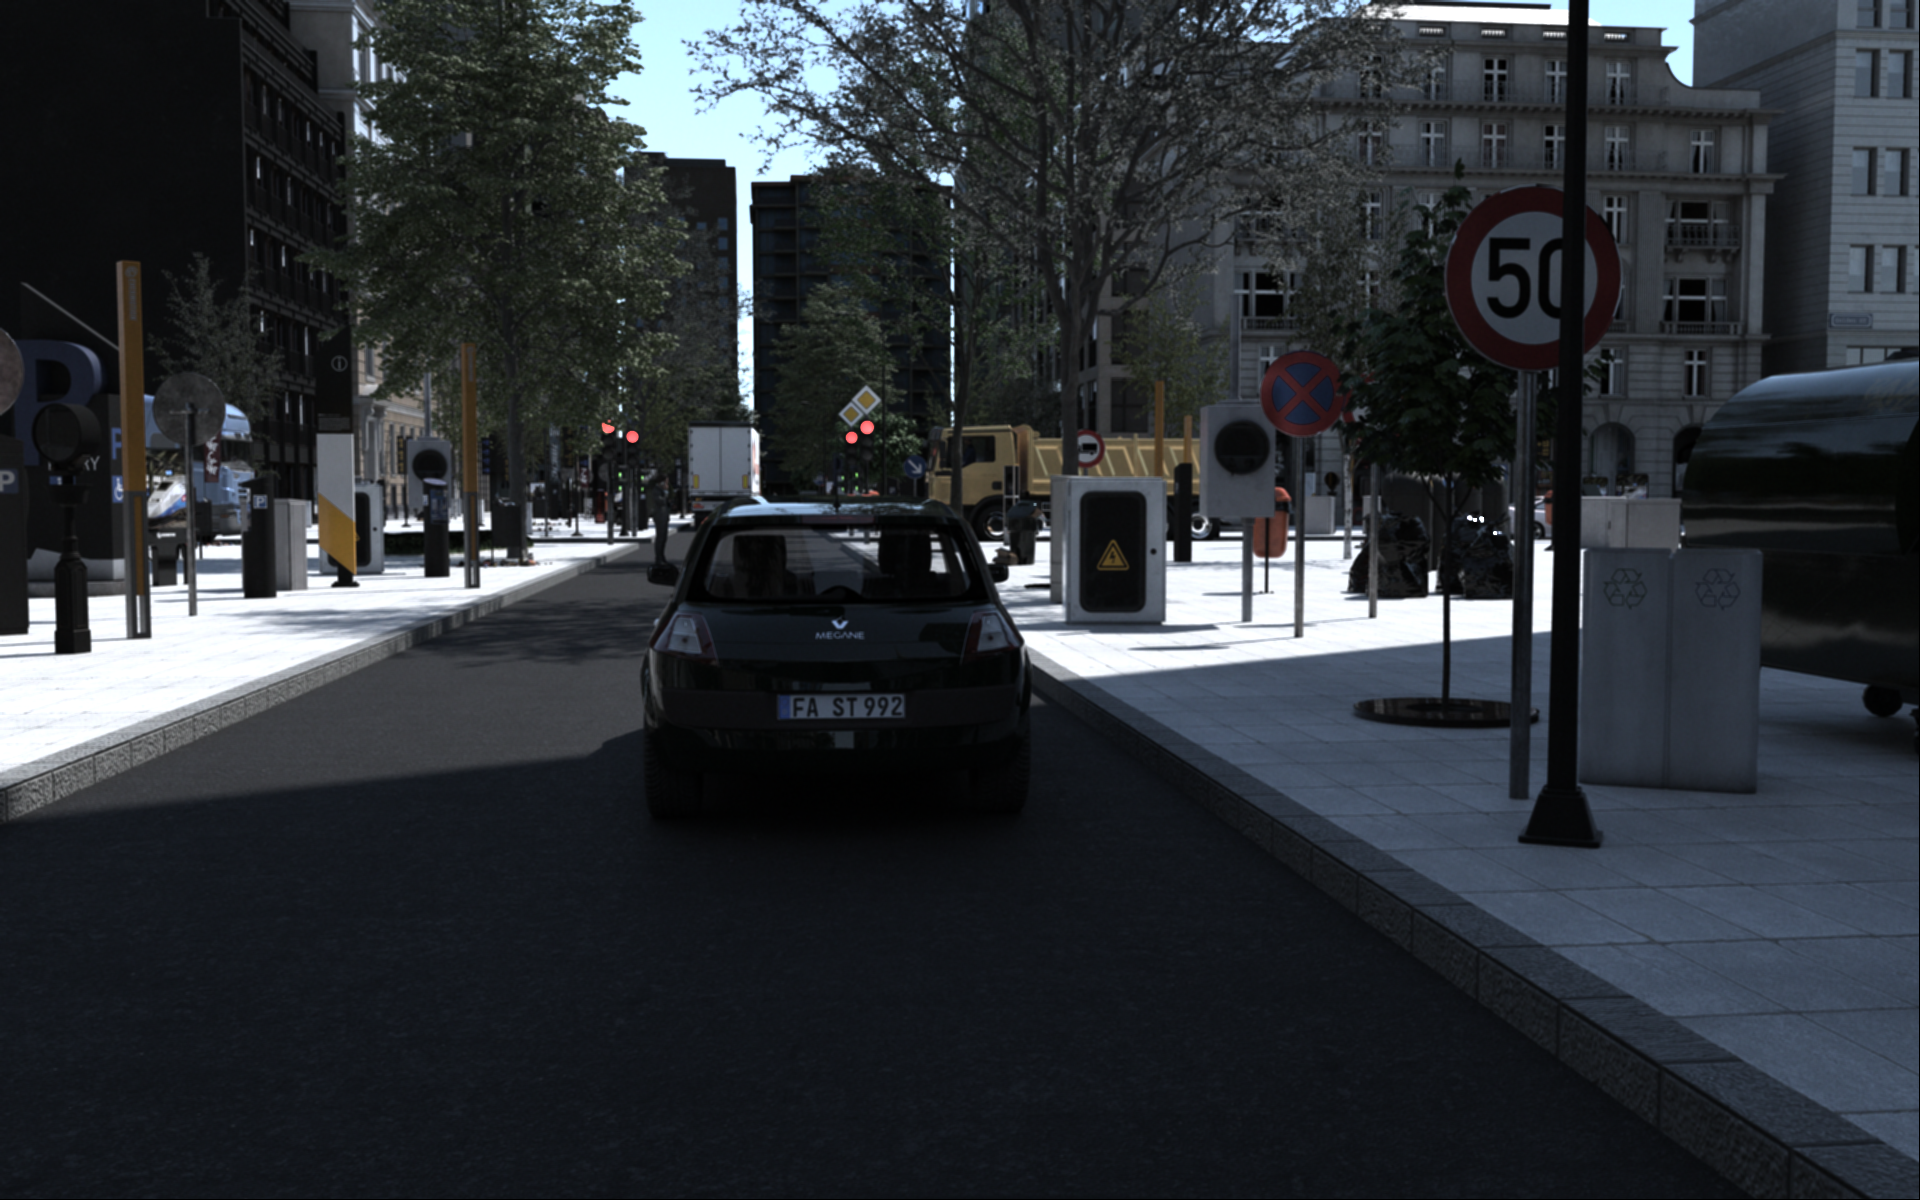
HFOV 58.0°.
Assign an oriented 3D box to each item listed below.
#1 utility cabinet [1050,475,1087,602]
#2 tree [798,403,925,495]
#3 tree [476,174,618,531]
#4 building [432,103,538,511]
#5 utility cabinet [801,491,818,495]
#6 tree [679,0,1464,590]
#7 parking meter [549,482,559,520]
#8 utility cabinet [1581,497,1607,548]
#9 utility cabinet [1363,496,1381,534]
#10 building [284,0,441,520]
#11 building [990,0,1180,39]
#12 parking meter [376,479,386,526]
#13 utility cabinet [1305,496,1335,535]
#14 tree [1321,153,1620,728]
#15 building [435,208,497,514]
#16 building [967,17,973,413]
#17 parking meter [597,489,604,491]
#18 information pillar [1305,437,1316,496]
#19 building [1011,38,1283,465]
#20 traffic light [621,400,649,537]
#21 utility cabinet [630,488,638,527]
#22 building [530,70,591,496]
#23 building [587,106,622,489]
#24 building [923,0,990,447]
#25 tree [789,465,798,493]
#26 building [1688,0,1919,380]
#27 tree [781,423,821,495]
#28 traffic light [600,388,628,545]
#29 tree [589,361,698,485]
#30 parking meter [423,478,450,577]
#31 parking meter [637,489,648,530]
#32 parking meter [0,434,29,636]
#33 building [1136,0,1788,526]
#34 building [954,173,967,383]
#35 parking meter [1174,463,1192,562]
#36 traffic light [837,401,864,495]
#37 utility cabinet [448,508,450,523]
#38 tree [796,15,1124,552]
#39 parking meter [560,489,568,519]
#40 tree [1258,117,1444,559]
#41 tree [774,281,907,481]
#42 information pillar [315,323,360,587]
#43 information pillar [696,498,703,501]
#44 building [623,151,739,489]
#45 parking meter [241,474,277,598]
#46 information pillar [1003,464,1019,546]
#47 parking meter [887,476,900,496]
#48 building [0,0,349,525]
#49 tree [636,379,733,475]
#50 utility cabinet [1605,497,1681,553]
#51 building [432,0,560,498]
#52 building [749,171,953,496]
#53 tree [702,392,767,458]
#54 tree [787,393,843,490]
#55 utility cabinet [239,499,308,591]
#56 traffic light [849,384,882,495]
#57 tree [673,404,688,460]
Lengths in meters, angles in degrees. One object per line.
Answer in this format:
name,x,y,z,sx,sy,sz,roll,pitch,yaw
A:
utility cabinet,1.429,-0.736,20.709,0.318,1.500,1.173,1,4,23
tree,-2.897,-4.641,59.596,4.285,4.588,4.351,0,3,0
tree,-11.514,-9.155,60.052,12.009,13.543,11.850,0,3,0
building,-40.219,-21.974,130.979,14.160,30.474,14.107,0,4,-6
utility cabinet,-10.879,-7.115,125.014,1.173,1.500,0.318,0,4,5
tree,1.525,-6.894,23.089,12.009,13.543,11.850,0,3,0
parking meter,-20.214,-4.928,86.283,0.399,1.863,0.255,-3,4,-39
utility cabinet,15.128,-1.812,40.794,1.020,1.237,0.306,2,4,28
utility cabinet,13.285,-2.720,55.627,0.306,1.237,1.020,3,4,38
building,-34.884,-18.489,88.201,13.634,28.700,20.117,0,4,-6
building,9.116,-27.807,138.246,14.154,41.232,14.086,0,4,-6
parking meter,-23.188,-3.893,69.368,0.255,1.863,0.399,-2,4,-33
utility cabinet,11.326,-2.665,54.742,1.020,1.237,0.306,3,5,43
tree,2.934,-0.936,9.911,1.663,3.219,1.824,0,3,0
building,-37.947,-16.419,110.250,13.314,21.916,24.055,0,4,-6
building,7.368,-28.673,152.398,14.154,41.232,14.086,0,4,-6
parking meter,-19.434,-5.218,93.722,0.372,1.533,0.369,0,3,0
information pillar,13.484,-4.619,66.876,0.183,3.616,0.504,-3,5,-43
building,15.240,-18.837,112.498,19.350,26.468,34.151,0,4,-6
traffic light,-9.729,-3.841,51.725,0.839,4.253,0.868,0,4,-6
utility cabinet,-12.640,-3.609,67.679,0.318,1.500,1.173,-2,4,-25
building,-46.119,-32.308,178.342,14.200,45.320,14.600,0,4,-6
building,-58.135,-39.439,234.070,27.495,52.752,28.713,0,4,-6
building,8.695,-52.689,174.134,22.319,86.520,31.000,0,4,-6
tree,-12.039,-9.478,138.686,4.285,4.588,4.351,0,3,0
building,49.098,-18.290,76.531,29.804,29.767,11.434,0,4,-6
tree,-14.813,-12.836,160.236,4.360,8.622,3.978,0,3,0
traffic light,-8.838,-3.356,43.790,0.839,4.253,0.868,0,4,-6
tree,-15.127,-8.290,85.910,4.737,8.622,4.395,0,3,0
parking meter,-8.106,-1.125,26.807,0.372,1.533,0.369,0,3,0
parking meter,-11.461,-3.312,62.563,0.372,1.533,0.369,0,3,0
parking meter,-8.724,-0.615,15.770,0.255,1.863,0.399,3,4,36
building,20.849,-14.296,75.543,24.055,21.916,13.314,0,4,-6
building,10.058,-37.557,237.753,21.600,48.544,21.300,0,4,-6
parking meter,4.231,-1.662,32.882,0.255,1.863,0.399,-1,4,-11
traffic light,-3.310,-3.886,52.460,0.839,4.253,0.868,0,4,-6
utility cabinet,-22.908,-3.976,76.168,1.020,1.237,0.306,2,4,25
tree,0.046,-6.862,37.954,9.928,11.665,9.643,0,3,0
parking meter,-20.135,-4.890,88.369,0.372,1.533,0.369,0,3,0
tree,7.659,-5.092,33.613,4.360,8.622,3.978,0,3,0
tree,-6.569,-10.681,92.759,7.486,12.596,7.792,0,3,0
information pillar,-8.574,-1.985,23.817,0.504,3.616,0.183,0,4,-8
information pillar,-16.256,-7.149,108.243,0.504,3.616,0.183,-1,4,-20
building,-36.666,-35.463,229.922,14.200,45.320,14.600,0,4,-6
parking meter,-8.676,-0.796,21.432,0.372,1.533,0.369,0,3,0
information pillar,1.278,-2.365,43.152,0.304,2.012,0.304,2,4,26
parking meter,-2.177,-3.119,56.705,0.399,1.863,0.255,1,4,9
building,-33.163,-14.729,70.503,12.332,23.373,15.834,0,4,-6
tree,-19.578,-11.728,126.158,8.767,10.594,7.601,-1,4,-20
utility cabinet,8.988,-0.709,22.749,1.020,1.237,0.306,-2,4,-28
building,-45.246,-43.325,146.609,20.563,71.187,20.611,0,4,-6
building,-15.597,-35.535,235.618,28.867,44.769,22.147,0,4,-6
tree,-25.882,-17.339,190.141,9.857,13.997,8.962,0,3,0
tree,-9.633,-10.368,119.875,4.737,8.622,4.395,0,3,0
utility cabinet,-9.219,-0.741,23.281,1.020,1.237,0.306,2,4,31
traffic light,-2.419,-3.401,44.524,0.839,4.253,0.868,0,4,-6
tree,-20.065,-12.938,137.288,9.928,11.665,9.643,0,3,0
